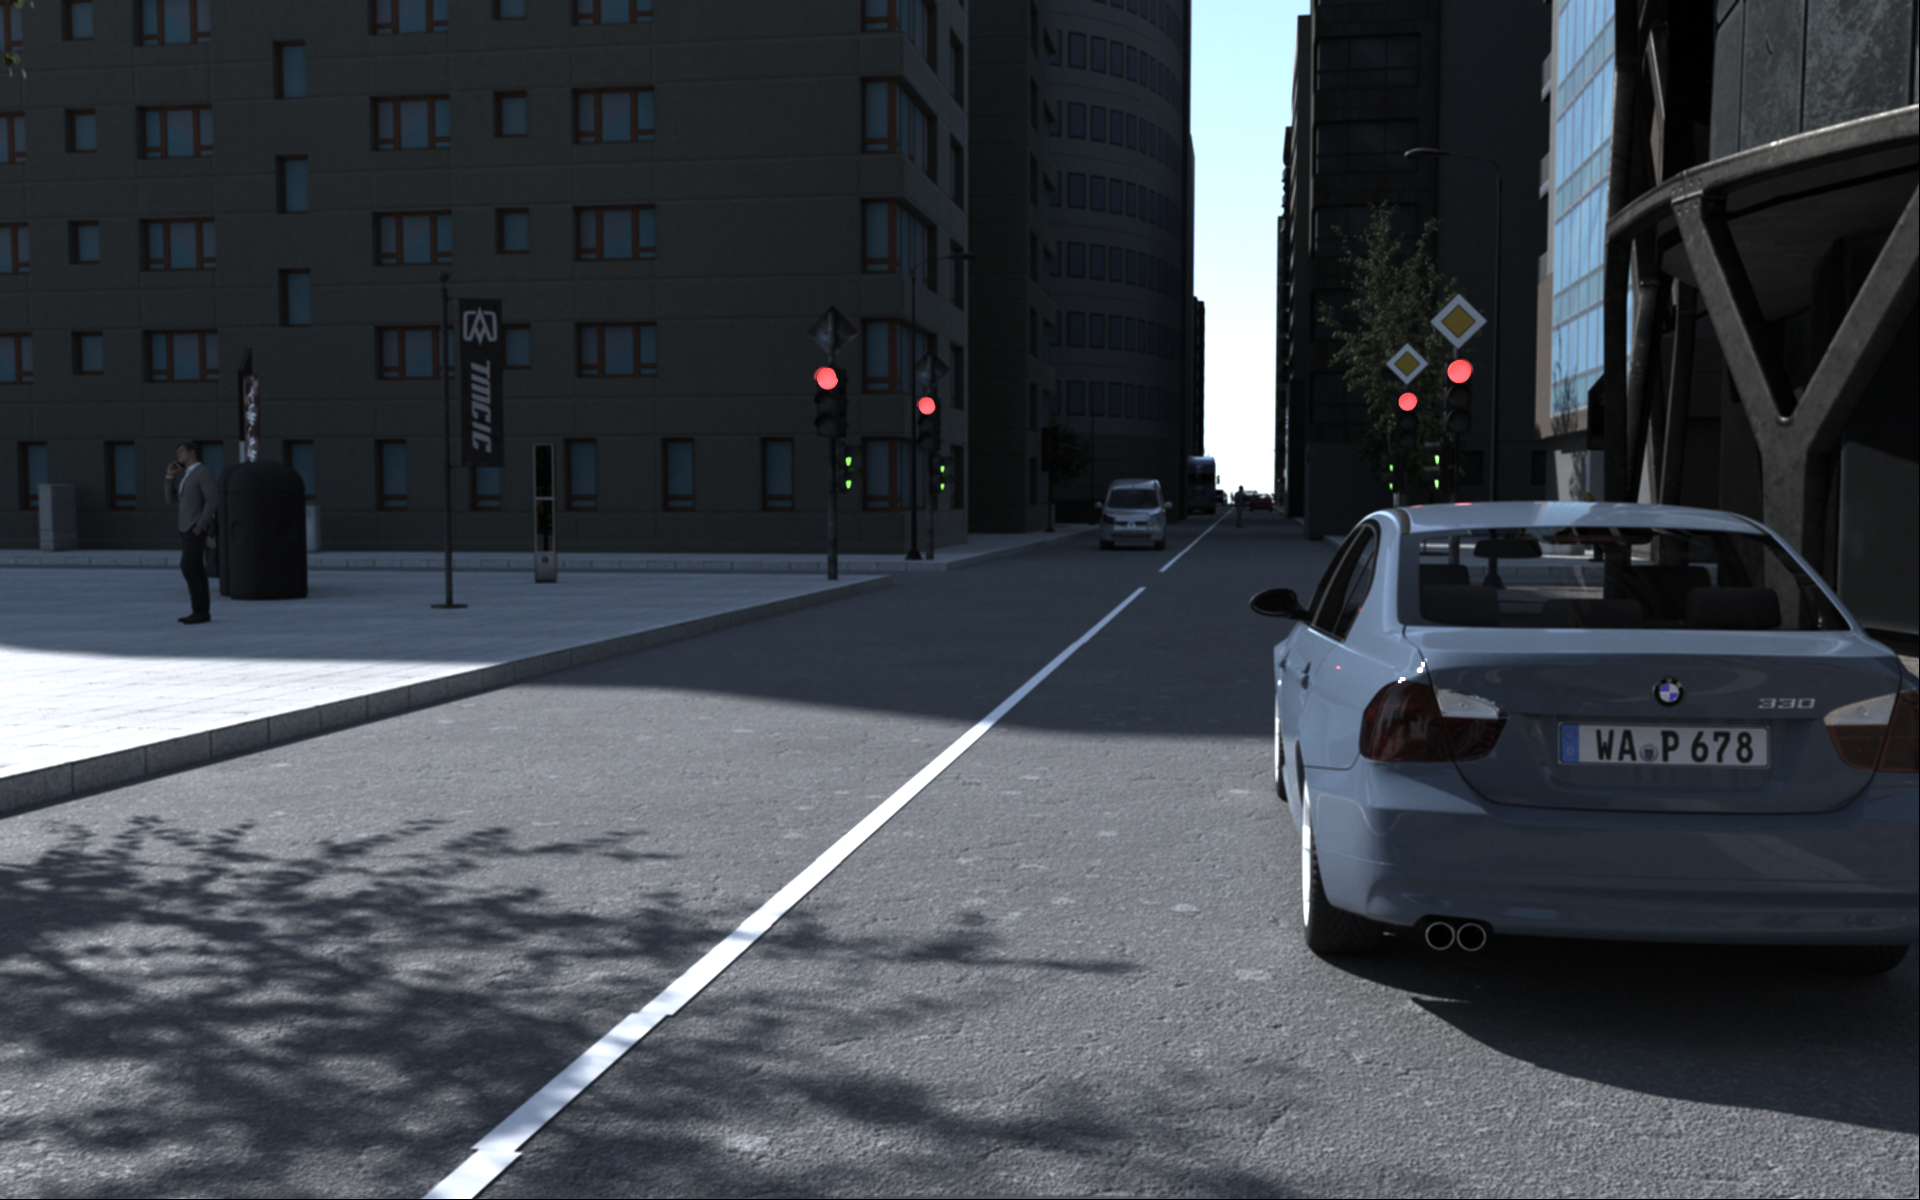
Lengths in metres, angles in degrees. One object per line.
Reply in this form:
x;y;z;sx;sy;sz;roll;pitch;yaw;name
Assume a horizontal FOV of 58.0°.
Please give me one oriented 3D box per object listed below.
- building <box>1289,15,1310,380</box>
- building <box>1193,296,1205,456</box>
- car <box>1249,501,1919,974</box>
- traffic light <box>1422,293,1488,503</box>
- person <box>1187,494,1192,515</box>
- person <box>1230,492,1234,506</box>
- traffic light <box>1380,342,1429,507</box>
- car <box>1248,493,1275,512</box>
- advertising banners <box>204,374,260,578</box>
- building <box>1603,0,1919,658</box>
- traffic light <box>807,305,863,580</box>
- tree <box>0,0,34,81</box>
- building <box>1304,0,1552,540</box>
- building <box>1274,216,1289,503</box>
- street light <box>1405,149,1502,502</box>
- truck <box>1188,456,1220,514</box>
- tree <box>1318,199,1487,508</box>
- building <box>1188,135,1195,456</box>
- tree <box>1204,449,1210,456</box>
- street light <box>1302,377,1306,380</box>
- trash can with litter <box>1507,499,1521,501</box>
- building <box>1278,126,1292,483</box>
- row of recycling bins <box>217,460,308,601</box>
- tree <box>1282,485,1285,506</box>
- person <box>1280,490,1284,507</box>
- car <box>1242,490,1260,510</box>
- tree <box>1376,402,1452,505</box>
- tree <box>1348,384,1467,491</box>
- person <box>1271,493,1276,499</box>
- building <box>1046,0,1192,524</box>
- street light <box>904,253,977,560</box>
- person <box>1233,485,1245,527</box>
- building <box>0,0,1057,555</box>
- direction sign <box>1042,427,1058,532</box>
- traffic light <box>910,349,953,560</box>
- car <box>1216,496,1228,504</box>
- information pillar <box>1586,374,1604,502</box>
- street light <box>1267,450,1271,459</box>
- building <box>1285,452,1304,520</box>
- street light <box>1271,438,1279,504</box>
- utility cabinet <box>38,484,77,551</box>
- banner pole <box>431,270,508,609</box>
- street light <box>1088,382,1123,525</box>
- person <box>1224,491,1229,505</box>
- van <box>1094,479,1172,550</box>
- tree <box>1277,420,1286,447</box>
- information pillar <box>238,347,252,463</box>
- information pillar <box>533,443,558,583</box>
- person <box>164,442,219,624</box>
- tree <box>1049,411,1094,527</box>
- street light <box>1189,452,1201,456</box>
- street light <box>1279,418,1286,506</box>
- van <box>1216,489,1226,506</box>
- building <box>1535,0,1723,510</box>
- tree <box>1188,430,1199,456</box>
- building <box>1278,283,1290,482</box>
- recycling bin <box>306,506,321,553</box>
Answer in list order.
43.116;-33.305;168.239;21.300;48.544;21.600;1;4;9;building
28.047;-29.259;250.088;14.160;30.474;14.107;1;4;9;building
2.123;0.333;6.561;2.014;1.417;4.499;1;4;8;car
6.952;-2.167;24.349;0.839;4.253;0.868;1;4;9;traffic light
15.532;-6.731;119.265;1.217;1.735;0.721;-3;4;-38;person
32.851;-12.208;208.814;0.721;1.736;1.217;2;4;25;person
8.270;-2.649;32.225;0.839;4.253;0.868;1;4;9;traffic light
23.987;-7.883;137.924;2.155;1.783;4.494;1;4;9;car
-10.969;-1.826;26.049;2.074;3.025;0.090;3;5;44;advertising banners
14.257;-8.992;14.468;16.820;18.784;16.811;1;4;9;building
-1.889;-2.256;25.807;0.839;4.253;0.868;1;4;9;traffic light
-6.339;-3.557;8.520;4.360;8.622;3.978;0;3;0;tree
18.800;-17.514;58.048;14.160;30.474;14.107;1;4;9;building
53.529;-34.936;254.801;14.154;41.232;14.086;1;4;9;building
6.684;-3.110;23.389;1.470;5.913;1.316;1;4;9;street light
17.785;-8.550;129.558;2.967;4.110;18.799;0;4;8;truck
10.960;-5.677;43.185;4.737;8.622;4.395;0;3;0;tree
21.414;-34.362;211.928;14.600;45.320;14.200;1;4;9;building
36.531;-19.185;264.040;4.737;8.622;4.395;0;3;0;tree
14.227;-5.879;68.665;1.470;5.913;1.316;1;4;9;street light
13.330;-1.800;40.824;0.624;1.170;1.055;-1;4;-19;trash can with litter
48.613;-33.478;201.991;22.147;44.769;28.867;1;4;9;building
-9.086;-0.937;22.436;1.069;1.692;3.534;-2;4;-24;row of recycling bins
35.812;-11.895;189.083;1.663;3.219;1.824;0;3;0;tree
33.126;-10.476;178.106;0.721;1.735;1.217;0;4;-2;person
27.074;-9.386;162.134;2.281;1.827;5.304;1;4;10;car
9.874;-2.560;36.459;1.663;3.219;1.824;0;3;0;tree
12.838;-4.065;50.179;4.285;4.588;4.351;0;3;0;tree
43.237;-14.040;238.823;0.697;1.427;0.421;2;4;28;person
0.486;-33.285;86.203;21.231;58.520;28.212;1;4;9;building
-0.372;-3.733;33.583;1.470;5.913;1.316;1;4;9;street light
12.119;-4.066;75.084;0.391;1.810;0.635;2;4;34;person
-12.444;-12.688;52.495;27.650;21.520;28.899;1;4;9;building
3.052;-4.088;58.831;0.379;3.537;0.876;-2;4;-35;direction sign
-0.572;-2.738;33.683;0.839;4.253;0.868;1;4;9;traffic light
39.714;-15.463;262.599;2.009;1.686;4.222;1;4;9;car
12.065;-2.533;32.777;0.504;3.616;0.183;-2;4;-28;information pillar
33.230;-12.803;181.870;1.470;5.913;1.316;1;4;9;street light
28.571;-47.392;87.536;22.319;86.520;31.000;1;4;9;building
26.772;-10.471;143.746;1.470;5.913;1.316;1;4;9;street light
-20.311;-1.856;39.017;0.318;1.500;1.173;0;4;-3;utility cabinet
-5.552;-1.805;19.530;0.863;3.779;0.401;-1;4;-14;banner pole
6.034;-6.073;71.835;1.470;5.913;1.316;1;4;9;street light
34.560;-13.306;226.062;1.348;1.822;0.705;2;4;30;person
4.575;-2.357;45.554;2.013;2.044;4.112;0;4;8;van
22.758;-9.853;111.459;4.360;8.622;3.978;0;3;0;tree
-11.260;-2.203;27.374;0.183;3.616;0.504;0;4;-6;information pillar
-6.000;-1.258;25.063;0.304;2.012;0.304;0;4;-8;information pillar
-7.676;-0.678;17.307;0.473;1.802;0.592;-2;4;-28;person
3.565;-5.188;68.536;4.285;4.588;4.351;0;3;0;tree
25.836;-13.367;191.084;1.470;5.913;1.316;1;4;9;street light
20.505;-8.185;106.374;1.470;5.913;1.316;1;4;9;street light
32.238;-13.017;217.217;2.240;2.365;5.245;1;4;11;van
20.842;-23.612;36.166;14.200;45.320;14.600;1;4;9;building
23.189;-14.233;183.079;4.360;8.622;3.978;0;3;0;tree
55.019;-37.442;231.777;23.786;49.044;30.456;1;4;9;building
-14.362;-1.541;37.752;0.722;1.027;0.722;-1;4;-13;recycling bin
